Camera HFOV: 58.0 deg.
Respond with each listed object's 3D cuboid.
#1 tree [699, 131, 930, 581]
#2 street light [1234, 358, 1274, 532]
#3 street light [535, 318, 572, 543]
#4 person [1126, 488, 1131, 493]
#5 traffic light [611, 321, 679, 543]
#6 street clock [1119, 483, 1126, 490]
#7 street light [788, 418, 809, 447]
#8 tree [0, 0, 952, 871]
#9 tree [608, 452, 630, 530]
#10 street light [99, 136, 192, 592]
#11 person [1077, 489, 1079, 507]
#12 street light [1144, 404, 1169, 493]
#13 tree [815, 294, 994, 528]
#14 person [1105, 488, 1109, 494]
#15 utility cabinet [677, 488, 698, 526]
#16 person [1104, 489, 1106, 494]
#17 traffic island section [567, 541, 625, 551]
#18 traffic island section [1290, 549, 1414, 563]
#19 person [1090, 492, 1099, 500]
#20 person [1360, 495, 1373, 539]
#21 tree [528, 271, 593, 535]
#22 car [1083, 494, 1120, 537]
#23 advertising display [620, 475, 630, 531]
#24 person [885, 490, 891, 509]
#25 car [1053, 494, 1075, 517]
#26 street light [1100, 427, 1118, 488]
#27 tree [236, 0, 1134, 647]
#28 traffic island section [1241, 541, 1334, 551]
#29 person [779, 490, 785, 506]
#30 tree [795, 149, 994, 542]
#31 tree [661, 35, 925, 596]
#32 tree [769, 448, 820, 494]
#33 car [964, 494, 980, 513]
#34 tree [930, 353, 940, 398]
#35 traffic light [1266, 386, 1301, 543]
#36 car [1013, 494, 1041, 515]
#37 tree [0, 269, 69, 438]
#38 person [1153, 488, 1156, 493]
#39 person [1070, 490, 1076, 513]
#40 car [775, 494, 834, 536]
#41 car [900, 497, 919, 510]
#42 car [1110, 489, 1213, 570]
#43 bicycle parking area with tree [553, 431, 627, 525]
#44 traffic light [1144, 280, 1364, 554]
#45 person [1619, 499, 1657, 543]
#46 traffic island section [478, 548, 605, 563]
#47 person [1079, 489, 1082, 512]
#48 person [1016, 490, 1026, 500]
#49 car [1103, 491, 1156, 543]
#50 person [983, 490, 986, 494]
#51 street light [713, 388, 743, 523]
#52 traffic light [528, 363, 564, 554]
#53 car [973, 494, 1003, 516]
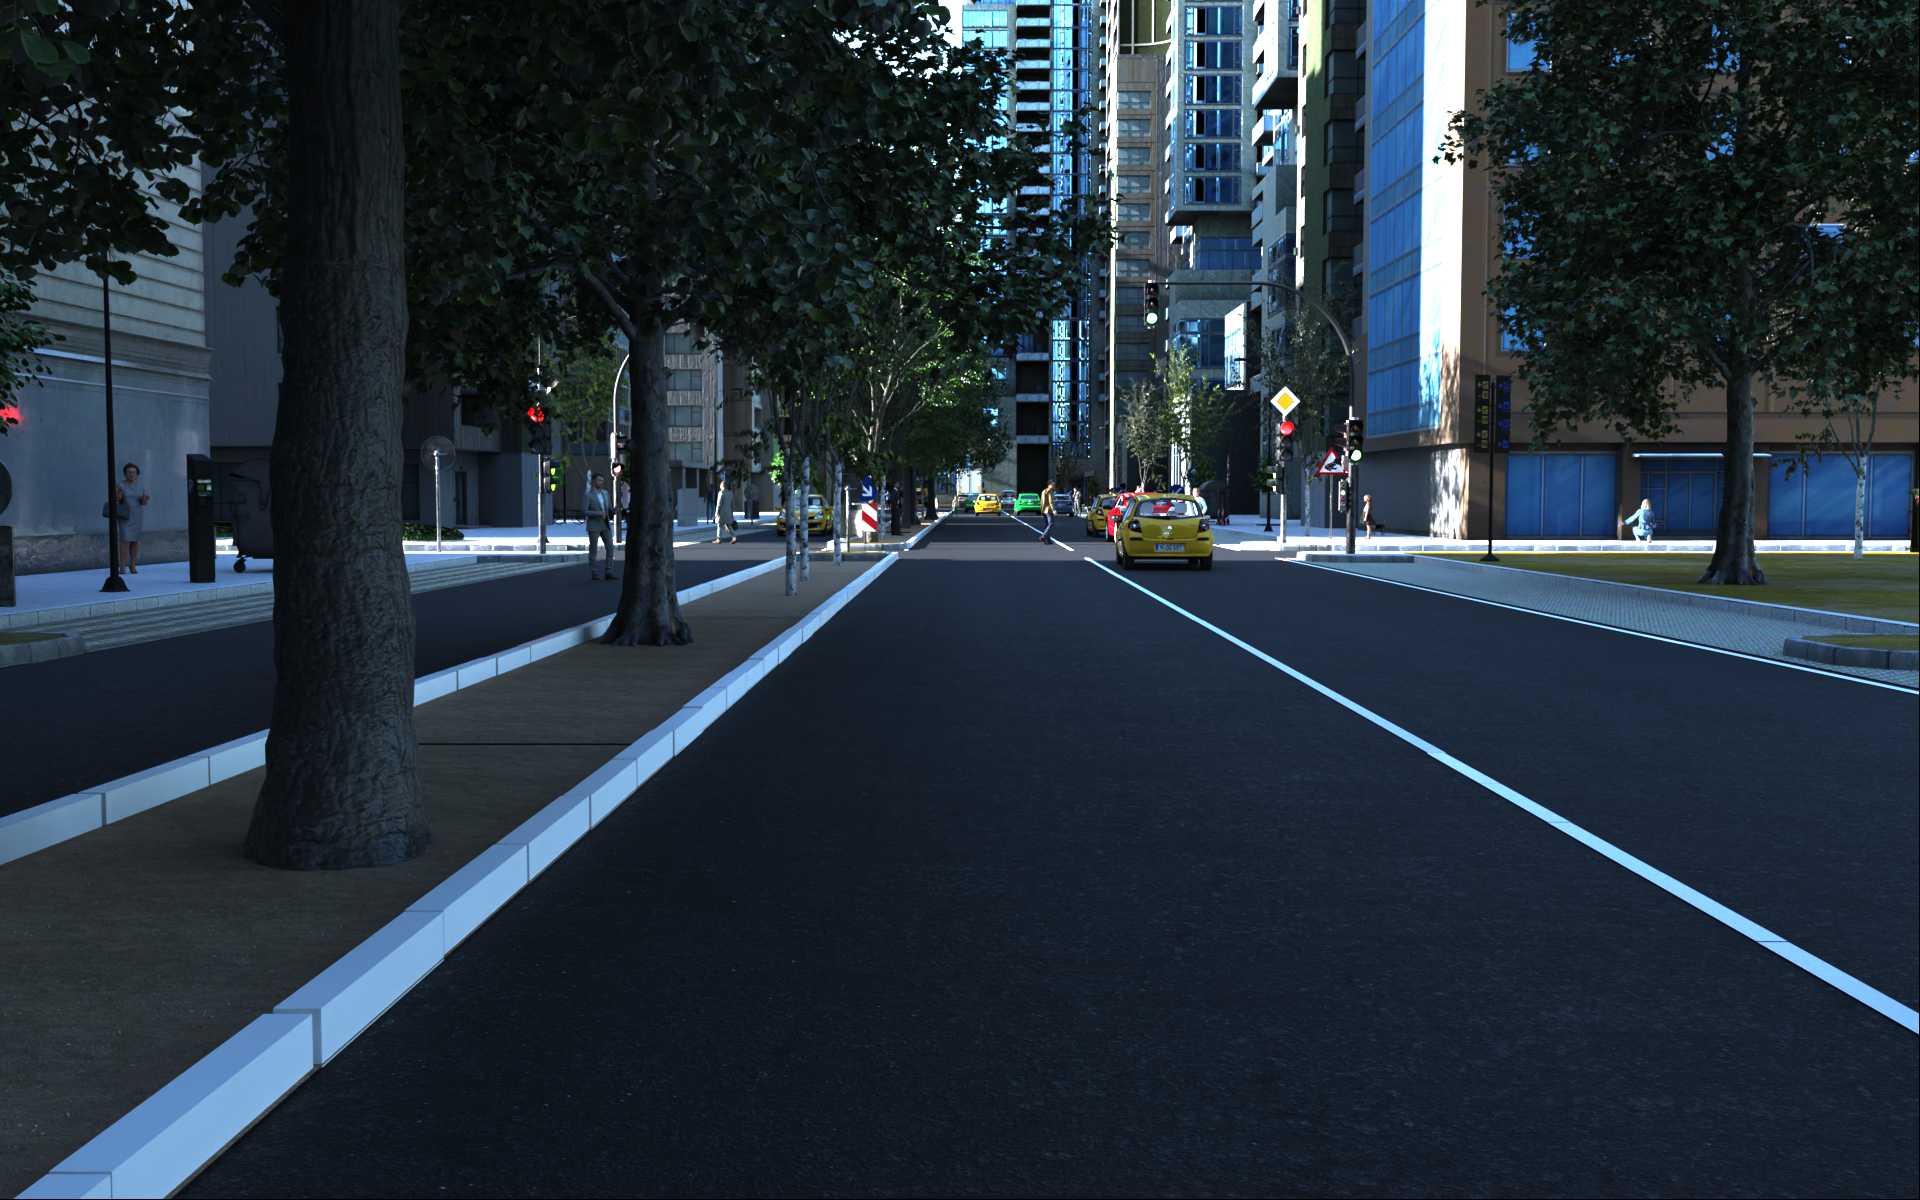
[{"bbox_3d":[-2.575,-4.625,28.441,4.360,8.622,3.978,0,3,0],"label":"tree"},{"bbox_3d":[10.018,-5.295,59.114,1.470,5.913,1.316,0,4,0],"label":"street light"},{"bbox_3d":[-10.413,-4.449,45.288,1.470,5.913,1.316,0,4,0],"label":"street light"},{"bbox_3d":[12.577,-7.453,128.577,1.217,1.739,0.721,-2,4,-32],"label":"person"},{"bbox_3d":[-6.841,-4.317,45.253,4.771,5.953,1.251,0,4,0],"label":"traffic light"},{"bbox_3d":[10.641,-6.660,113.467,0.471,2.002,0.358,0,4,-1],"label":"street clock"},{"bbox_3d":[-9.973,-8.179,106.267,1.470,5.913,1.316,0,4,0],"label":"street light"},{"bbox_3d":[-2.478,-5.960,6.562,9.857,13.997,8.962,0,3,0],"label":"tree"},{"bbox_3d":[-11.898,-4.104,61.707,1.663,3.219,1.824,0,3,0],"label":"tree"},{"bbox_3d":[-10.584,-3.062,22.610,1.470,5.913,1.316,0,4,0],"label":"street light"},{"bbox_3d":[11.273,-9.853,167.862,0.721,1.735,1.217,0,4,-5],"label":"person"},{"bbox_3d":[10.231,-7.170,89.764,1.470,5.913,1.316,0,4,0],"label":"street light"},{"bbox_3d":[-2.355,-9.254,71.888,7.486,12.596,7.792,0,3,0],"label":"tree"},{"bbox_3d":[12.996,-8.951,152.330,0.705,1.831,1.348,-1,4,-16],"label":"person"},{"bbox_3d":[-10.855,-3.685,68.930,0.318,1.500,1.173,1,4,18],"label":"utility cabinet"},{"bbox_3d":[13.014,-9.013,154.330,0.541,1.710,0.530,1,4,17],"label":"person"},{"bbox_3d":[-8.973,-1.412,45.367,2.009,0.180,2.903,0,4,0],"label":"traffic island section"},{"bbox_3d":[8.414,-0.916,37.260,2.009,0.180,2.903,0,4,0],"label":"traffic island section"},{"bbox_3d":[13.301,-9.994,170.274,1.217,1.723,0.721,-2,4,-30],"label":"person"},{"bbox_3d":[11.537,-2.350,49.131,0.373,1.253,0.362,1,4,20],"label":"person"},{"bbox_3d":[-11.742,-6.353,54.238,4.737,8.622,4.395,0,3,0],"label":"tree"},{"bbox_3d":[5.222,-2.963,58.672,2.015,1.641,3.980,0,4,0],"label":"car"},{"bbox_3d":[-10.966,-3.223,57.904,0.974,1.923,0.123,0,4,1],"label":"advertising display"},{"bbox_3d":[-6.962,-9.739,167.718,1.348,1.826,0.705,-2,4,-27],"label":"person"},{"bbox_3d":[6.332,-5.982,109.806,2.014,1.417,4.499,0,4,1],"label":"car"},{"bbox_3d":[10.377,-9.035,120.266,1.470,5.913,1.316,0,4,0],"label":"street light"},{"bbox_3d":[-2.984,-5.930,16.419,9.611,12.733,9.660,0,3,0],"label":"tree"},{"bbox_3d":[8.468,-1.405,45.245,2.009,0.180,2.903,0,4,0],"label":"traffic island section"},{"bbox_3d":[-13.079,-7.526,129.058,1.348,1.831,0.705,3,5,41],"label":"person"},{"bbox_3d":[-2.372,-7.365,48.627,9.928,11.665,9.643,0,3,0],"label":"tree"},{"bbox_3d":[-2.331,-4.341,23.800,4.737,8.622,4.395,0,3,0],"label":"tree"},{"bbox_3d":[-10.569,-7.750,110.433,4.285,4.588,4.351,0,3,0],"label":"tree"},{"bbox_3d":[1.247,-7.708,134.819,1.959,1.807,4.718,0,4,1],"label":"car"},{"bbox_3d":[-2.455,-4.991,34.428,4.360,8.622,3.978,0,3,0],"label":"tree"},{"bbox_3d":[8.428,-3.438,45.131,0.839,4.253,0.868,0,4,0],"label":"traffic light"},{"bbox_3d":[4.633,-6.663,117.742,1.959,1.807,4.718,0,4,-1],"label":"car"},{"bbox_3d":[-11.720,-2.162,19.071,4.285,4.588,4.351,0,3,0],"label":"tree"},{"bbox_3d":[13.956,-7.225,124.887,0.721,1.736,1.217,2,4,24],"label":"person"},{"bbox_3d":[8.644,-7.456,131.126,0.721,1.735,1.217,3,5,39],"label":"person"},{"bbox_3d":[-5.364,-3.055,60.178,2.015,1.641,3.980,0,4,1],"label":"car"},{"bbox_3d":[-4.614,-8.652,150.494,2.155,1.783,4.494,0,4,1],"label":"car"},{"bbox_3d":[3.989,-1.466,34.196,2.015,1.641,3.980,0,4,2],"label":"car"},{"bbox_3d":[-17.933,-5.433,75.835,9.016,4.147,8.231,1,4,17],"label":"bicycle parking area with tree"},{"bbox_3d":[6.281,-3.814,37.019,4.771,5.953,1.251,0,4,0],"label":"traffic light"},{"bbox_3d":[17.821,-2.072,45.425,1.012,1.151,0.738,1,4,9],"label":"person"},{"bbox_3d":[-9.027,-0.924,37.383,2.009,0.180,2.903,0,4,0],"label":"traffic island section"},{"bbox_3d":[9.392,-7.755,135.433,0.705,1.807,1.348,0,4,-4],"label":"person"},{"bbox_3d":[5.616,-8.924,154.434,1.348,1.821,0.705,2,4,34],"label":"person"},{"bbox_3d":[5.313,-2.563,50.946,2.155,1.783,4.494,0,4,-1],"label":"car"},{"bbox_3d":[2.739,-11.356,193.800,1.348,1.869,0.705,2,4,24],"label":"person"},{"bbox_3d":[-10.135,-6.303,75.597,1.470,5.913,1.316,0,4,0],"label":"street light"},{"bbox_3d":[-8.987,-2.956,37.248,0.839,4.253,0.868,0,4,0],"label":"traffic light"},{"bbox_3d":[1.855,-6.360,114.215,2.015,1.641,3.980,0,4,1],"label":"car"}]
